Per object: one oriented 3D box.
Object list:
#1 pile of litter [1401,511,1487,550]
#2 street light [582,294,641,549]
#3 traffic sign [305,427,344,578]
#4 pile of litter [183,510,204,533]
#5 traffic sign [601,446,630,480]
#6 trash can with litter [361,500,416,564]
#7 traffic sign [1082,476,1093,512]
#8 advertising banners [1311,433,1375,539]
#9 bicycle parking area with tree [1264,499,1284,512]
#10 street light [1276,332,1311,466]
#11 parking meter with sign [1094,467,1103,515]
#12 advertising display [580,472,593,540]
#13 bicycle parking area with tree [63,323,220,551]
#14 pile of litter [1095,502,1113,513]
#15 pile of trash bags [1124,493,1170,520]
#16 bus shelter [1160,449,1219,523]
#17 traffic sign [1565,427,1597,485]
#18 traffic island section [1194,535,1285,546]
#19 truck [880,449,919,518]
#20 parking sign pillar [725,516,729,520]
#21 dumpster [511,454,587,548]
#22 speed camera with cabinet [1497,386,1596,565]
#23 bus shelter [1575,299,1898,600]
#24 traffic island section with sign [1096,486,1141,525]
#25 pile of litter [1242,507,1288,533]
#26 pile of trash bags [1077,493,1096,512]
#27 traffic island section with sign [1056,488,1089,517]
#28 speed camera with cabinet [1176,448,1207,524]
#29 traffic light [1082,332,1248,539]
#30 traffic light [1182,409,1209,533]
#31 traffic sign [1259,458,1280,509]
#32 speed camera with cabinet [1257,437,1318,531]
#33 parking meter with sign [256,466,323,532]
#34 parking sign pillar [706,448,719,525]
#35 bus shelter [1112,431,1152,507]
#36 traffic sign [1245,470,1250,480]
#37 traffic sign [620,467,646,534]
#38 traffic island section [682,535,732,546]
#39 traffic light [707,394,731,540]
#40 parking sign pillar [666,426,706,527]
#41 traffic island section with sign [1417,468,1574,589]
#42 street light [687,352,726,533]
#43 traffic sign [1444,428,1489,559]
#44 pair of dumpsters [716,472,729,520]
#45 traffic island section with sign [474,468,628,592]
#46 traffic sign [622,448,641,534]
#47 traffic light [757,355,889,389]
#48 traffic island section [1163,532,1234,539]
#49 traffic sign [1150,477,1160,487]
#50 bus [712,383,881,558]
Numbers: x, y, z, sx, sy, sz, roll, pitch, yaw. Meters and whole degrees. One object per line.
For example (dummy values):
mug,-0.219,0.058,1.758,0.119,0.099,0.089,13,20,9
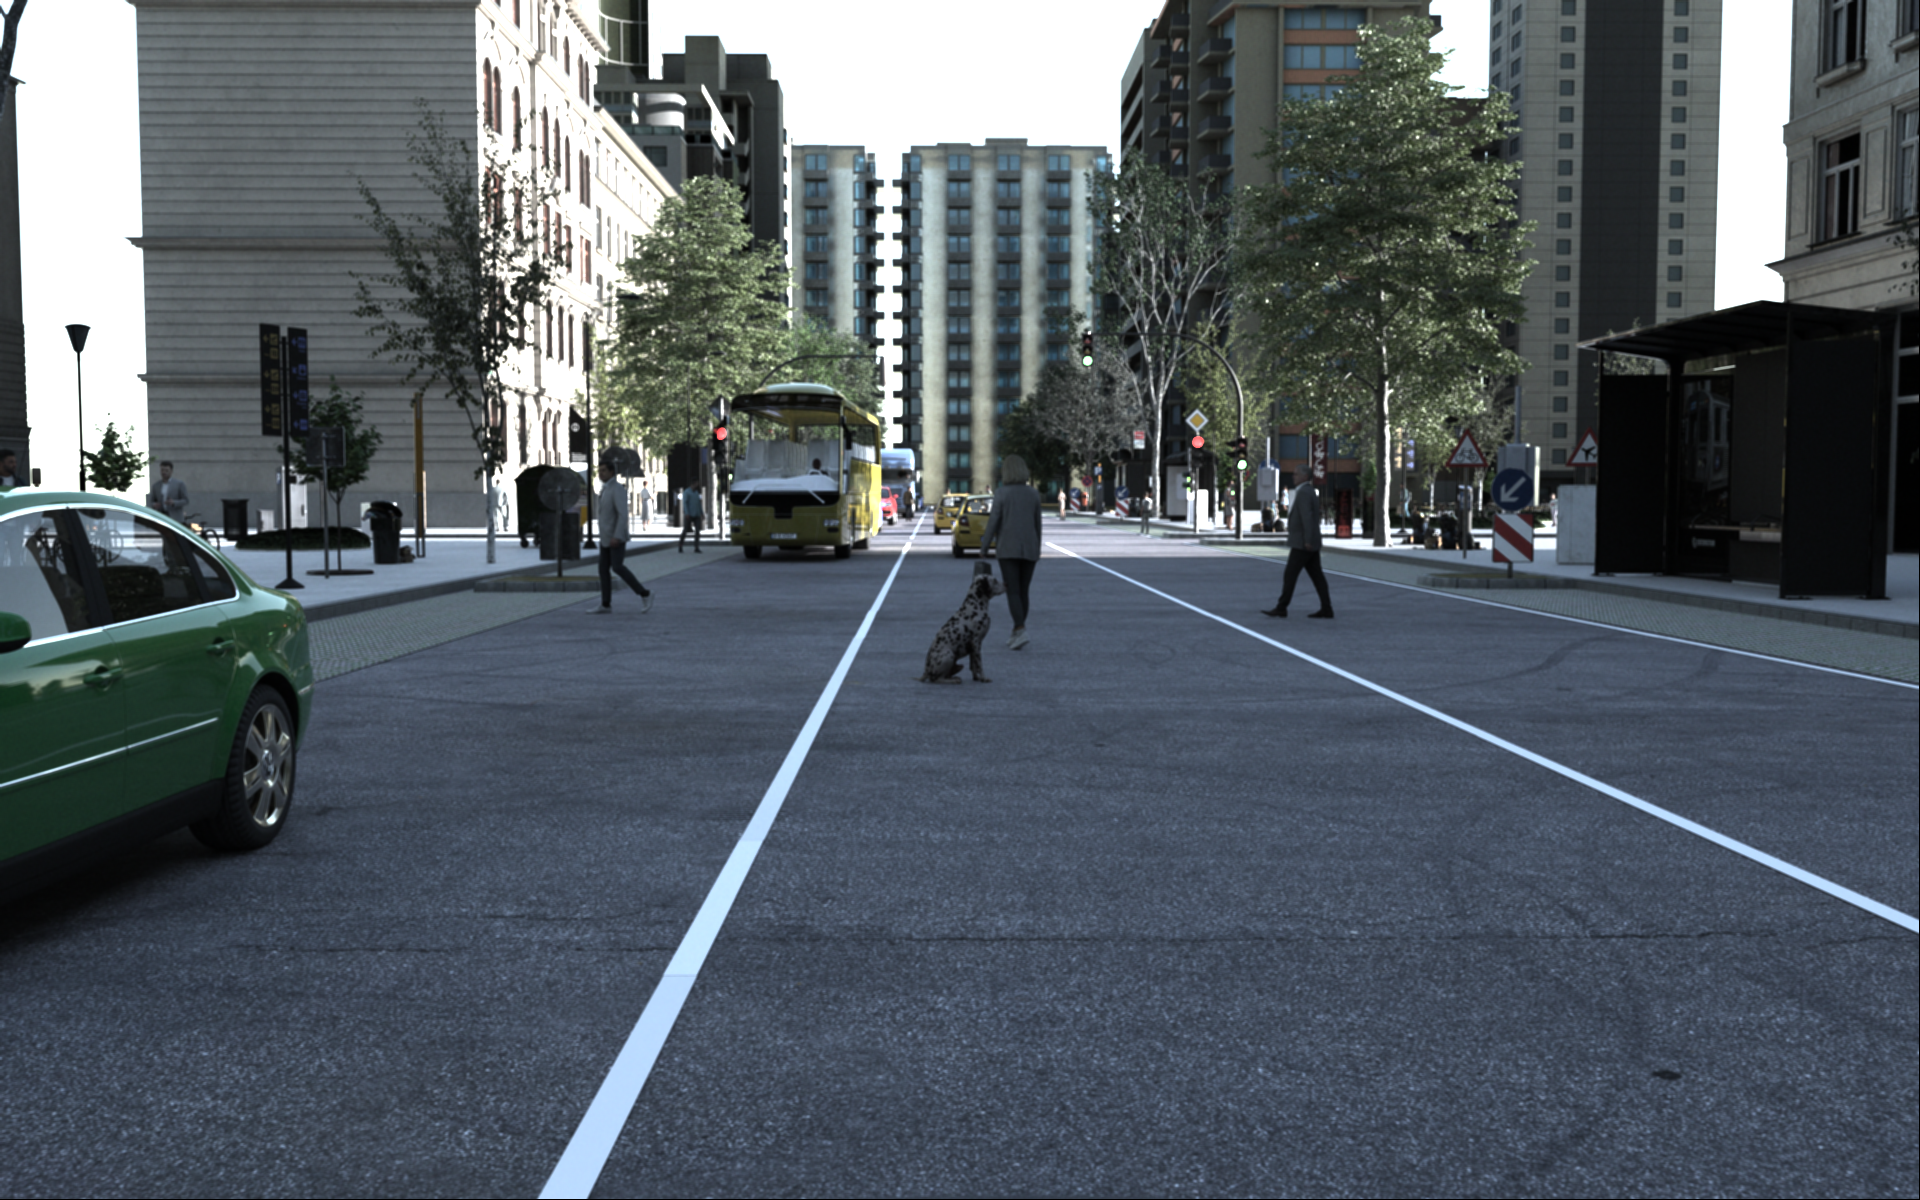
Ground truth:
pile of litter,11.323,-1.609,40.275,1.719,0.858,1.176,2,4,28
street light,-8.116,-4.148,40.353,1.470,5.913,1.316,0,4,-1
traffic sign,-9.635,-1.478,26.300,0.606,2.300,0.079,0,4,5
pile of litter,-25.554,-2.649,57.271,1.176,0.858,1.719,0,4,6
traffic sign,-9.139,-2.807,46.003,0.768,2.556,0.104,0,4,0
trash can with litter,-10.552,-1.265,32.062,0.624,1.170,1.055,1,4,9
traffic sign,8.861,-7.376,120.701,0.768,2.556,0.104,0,4,6
advertising banners,11.050,-3.270,49.658,2.074,3.025,0.090,1,4,19
bicycle parking area with tree,24.137,-7.876,115.774,9.016,4.147,8.231,2,4,28
street light,9.301,-4.665,48.810,1.470,5.913,1.316,0,4,-1
parking meter with sign,8.719,-6.880,108.752,0.543,3.016,1.738,0,4,1
advertising display,-10.708,-2.639,48.367,0.974,1.923,0.123,1,4,22
bicycle parking area with tree,-17.479,-2.569,29.000,8.231,4.147,9.016,1,4,10
pile of litter,10.011,-6.503,120.283,1.176,0.858,1.719,-1,4,-9
pile of trash bags,10.206,-5.201,94.785,1.912,1.369,3.447,1,4,21
bus shelter,10.601,-5.261,79.948,2.014,3.302,5.546,0,4,-1
traffic sign,12.118,-2.045,33.444,0.884,2.594,0.081,0,4,4
traffic island section,7.909,-1.638,49.069,2.009,0.180,2.903,0,4,-1
truck,-4.204,-7.301,109.124,2.967,4.110,18.799,0,4,-2
parking sign pillar,-10.940,-5.924,85.326,1.447,3.967,1.447,0,4,-5
dumpster,-9.921,-2.410,41.894,1.502,2.255,1.985,0,4,-1
speed camera with cabinet,10.922,-2.283,31.664,2.038,3.252,0.660,2,4,27
bus shelter,10.488,-2.004,24.055,1.731,3.624,6.357,0,4,-1
traffic island section with sign,7.447,-4.466,81.649,1.989,1.847,2.006,0,4,-1
pile of litter,10.232,-2.688,57.916,1.719,0.858,1.176,1,4,16
pile of trash bags,9.203,-6.948,123.348,1.912,1.369,3.447,1,4,16
traffic island section with sign,7.049,-6.124,108.754,1.989,1.847,2.006,0,4,-1
speed camera with cabinet,10.040,-4.931,74.964,0.660,3.252,2.038,2,4,32
traffic light,5.778,-4.533,48.783,4.771,5.953,1.251,0,4,-1
traffic light,7.753,-4.160,56.938,0.839,4.253,0.868,0,4,-1
traffic sign,11.008,-3.766,61.677,0.768,2.556,0.104,0,4,4
speed camera with cabinet,11.392,-4.028,60.199,2.038,3.252,0.660,1,4,16
parking meter with sign,-18.288,-3.123,47.322,1.738,3.016,0.543,-3,4,-38
parking sign pillar,-10.885,-5.181,73.182,1.447,3.967,1.447,-1,4,-11
bus shelter,10.677,-7.935,107.377,2.179,5.291,8.768,0,4,-1
traffic sign,11.773,-4.447,72.817,0.768,2.556,0.104,0,4,3
traffic sign,-10.610,-3.437,56.203,0.884,2.594,0.081,1,4,9
traffic island section,-6.731,-1.626,48.863,2.009,0.180,2.903,0,4,-1
traffic light,-6.691,-3.658,48.729,0.839,4.253,0.868,0,4,-1
parking sign pillar,-10.951,-4.908,68.721,1.447,3.967,1.447,0,4,-5
traffic island section with sign,8.228,-1.120,26.932,1.989,1.847,2.006,0,4,-1
street light,-8.311,-5.140,56.582,1.470,5.913,1.316,0,4,-1
traffic sign,10.041,-2.103,34.386,0.884,2.594,0.081,0,4,1
pair of dumpsters,-11.142,-4.529,76.542,1.574,2.255,4.437,0,4,-1
traffic island section with sign,-6.084,-1.067,26.075,1.989,1.847,2.006,0,4,-1
traffic sign,-9.274,-2.951,48.355,0.768,2.556,0.104,0,4,3
traffic light,-4.716,-5.022,56.778,4.771,5.953,1.251,0,4,-1
traffic island section,7.794,-2.127,57.053,2.009,0.180,2.903,0,4,-1
traffic sign,11.408,-6.084,101.607,0.606,2.300,0.079,0,4,1
bus,-3.566,-3.078,41.870,2.896,3.916,12.252,0,4,1
